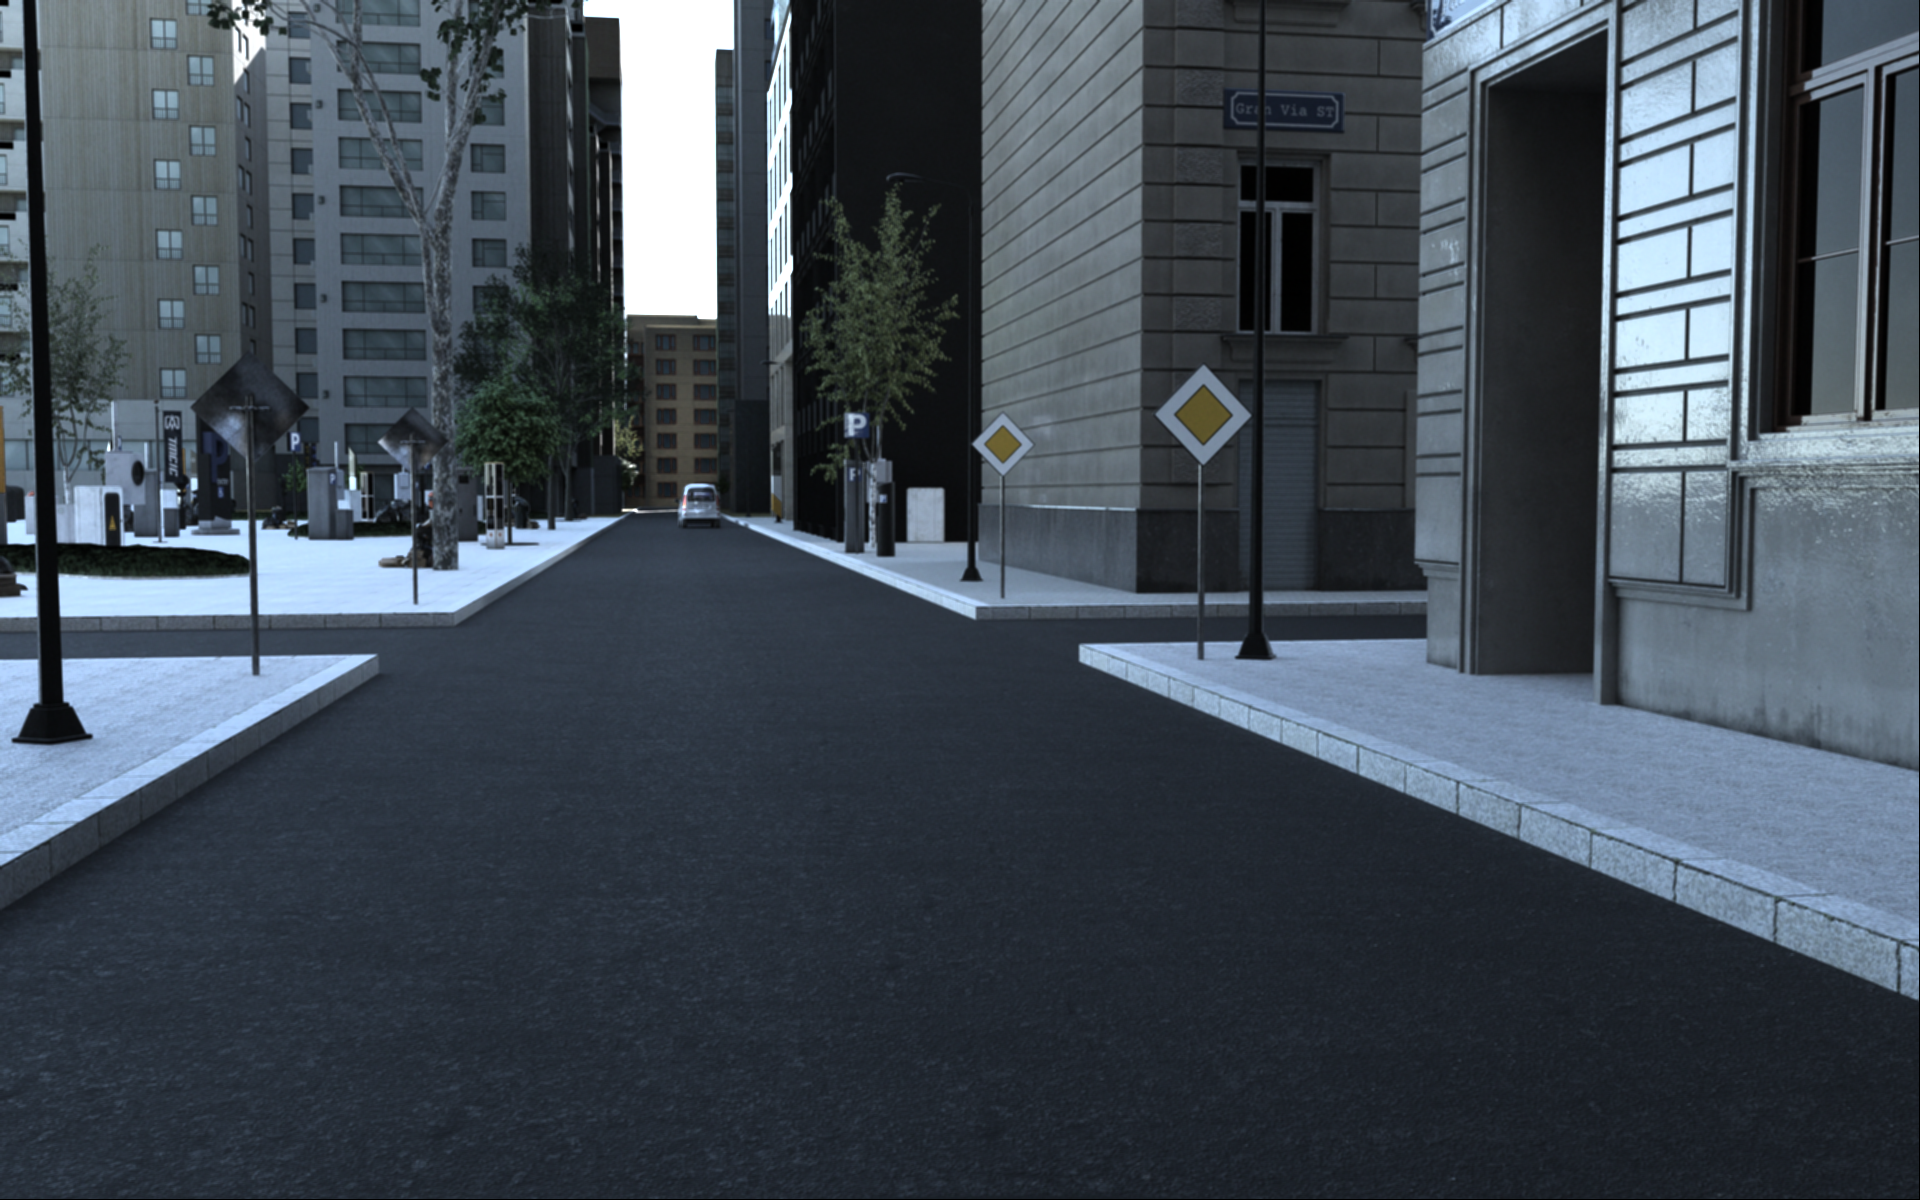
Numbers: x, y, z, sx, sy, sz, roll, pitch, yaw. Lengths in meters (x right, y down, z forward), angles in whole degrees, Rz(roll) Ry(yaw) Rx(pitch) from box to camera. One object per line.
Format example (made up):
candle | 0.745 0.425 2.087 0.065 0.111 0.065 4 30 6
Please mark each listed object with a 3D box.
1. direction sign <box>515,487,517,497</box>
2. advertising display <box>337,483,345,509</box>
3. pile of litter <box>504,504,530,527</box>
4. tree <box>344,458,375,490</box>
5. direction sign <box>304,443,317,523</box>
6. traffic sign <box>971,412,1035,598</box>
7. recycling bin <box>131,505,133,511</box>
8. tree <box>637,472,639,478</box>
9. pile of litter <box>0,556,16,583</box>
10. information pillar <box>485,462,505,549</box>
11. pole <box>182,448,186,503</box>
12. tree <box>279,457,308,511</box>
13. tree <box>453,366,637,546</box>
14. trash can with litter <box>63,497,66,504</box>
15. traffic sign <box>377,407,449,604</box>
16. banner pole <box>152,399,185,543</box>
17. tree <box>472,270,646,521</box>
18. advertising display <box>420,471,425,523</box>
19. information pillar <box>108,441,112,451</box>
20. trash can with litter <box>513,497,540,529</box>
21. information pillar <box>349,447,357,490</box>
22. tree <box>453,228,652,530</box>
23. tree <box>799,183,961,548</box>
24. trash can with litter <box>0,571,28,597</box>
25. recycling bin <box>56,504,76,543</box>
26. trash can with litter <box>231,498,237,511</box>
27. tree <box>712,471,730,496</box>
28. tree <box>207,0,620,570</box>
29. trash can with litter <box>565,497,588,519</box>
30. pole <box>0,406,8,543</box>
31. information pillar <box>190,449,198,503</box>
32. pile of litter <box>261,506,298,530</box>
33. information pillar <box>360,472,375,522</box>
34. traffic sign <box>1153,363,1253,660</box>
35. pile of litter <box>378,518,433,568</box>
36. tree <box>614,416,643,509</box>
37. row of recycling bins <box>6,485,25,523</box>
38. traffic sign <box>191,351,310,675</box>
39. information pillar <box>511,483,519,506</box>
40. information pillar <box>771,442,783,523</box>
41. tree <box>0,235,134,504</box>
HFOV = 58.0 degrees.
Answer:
direction sign | -18.323 -4.862 71.491 0.379 3.537 0.876 1 4 13
advertising display | -32.391 -5.179 89.887 0.974 1.923 0.123 1 4 9
pile of litter | -19.513 -3.665 73.881 1.719 0.858 1.176 1 4 19
tree | -31.807 -5.935 91.644 1.663 3.219 1.824 0 3 0
direction sign | -28.844 -5.195 76.938 0.379 3.537 0.876 1 4 14
traffic sign | 0.519 -1.076 21.228 0.795 2.450 0.064 -1 4 -10
recycling bin | -37.212 -4.053 78.814 0.722 1.027 0.722 3 5 41
tree | -28.617 -9.893 145.471 4.285 4.588 4.351 0 3 0
pile of litter | -13.587 -0.578 23.423 1.176 0.858 1.719 3 4 37
information pillar | -10.831 -2.192 40.332 0.304 2.012 0.304 2 4 27
pole | -34.699 -5.113 77.435 0.158 3.312 0.155 0 3 0
tree | -34.298 -5.797 89.375 1.663 3.219 1.824 0 3 0
tree | -11.306 -3.666 43.653 4.285 4.588 4.351 0 3 0
trash can with litter | -44.752 -4.625 86.678 2.233 1.210 1.678 3 4 36
traffic sign | -6.330 -1.006 20.086 0.795 2.450 0.064 -1 4 -10
banner pole | -20.928 -3.407 45.728 0.863 3.779 0.401 -3 5 -41
tree | -18.574 -9.512 81.271 9.928 11.665 9.643 0 3 0
advertising display | -15.244 -2.686 49.133 0.123 1.923 0.974 -1 4 -17
information pillar | -37.415 -5.196 76.303 0.183 3.616 0.504 -3 4 -37
trash can with litter | -15.909 -3.199 63.698 1.055 1.170 0.624 2 4 25
information pillar | -30.036 -5.770 85.696 0.504 3.616 0.183 3 4 37
tree | -14.853 -7.793 61.836 8.767 10.594 7.601 1 4 16
tree | -2.075 -5.575 41.507 4.737 8.622 4.395 0 3 0
trash can with litter | -12.218 -0.618 21.486 0.624 1.170 1.055 2 4 26
recycling bin | -22.222 -1.858 42.933 0.722 1.027 0.722 3 5 43
trash can with litter | -36.637 -4.650 87.409 0.624 1.170 1.055 3 4 36
tree | -20.153 -9.277 146.288 1.663 3.219 1.824 0 3 0
tree | -10.079 -10.608 29.327 12.611 20.169 13.585 0 3 0
trash can with litter | -19.376 -4.659 87.557 1.055 1.170 0.624 -3 5 -40
pole | -22.292 -2.839 40.254 0.158 3.312 0.155 0 3 0
information pillar | -40.063 -6.082 90.796 0.504 3.616 0.183 0 4 -1
pile of litter | -24.705 -3.008 63.145 1.719 0.858 1.176 -3 5 -39
information pillar | -19.836 -3.272 57.996 0.304 2.012 0.304 2 4 28
traffic sign | 1.861 -0.594 13.356 0.795 2.450 0.064 -1 4 -10
pile of litter | -9.612 -1.009 30.464 1.176 0.858 1.719 -2 4 -27
tree | -29.688 -12.367 152.561 4.360 8.622 3.978 0 3 0
row of recycling bins | -47.472 -4.875 86.822 1.069 1.692 3.534 -2 4 -26
traffic sign | -4.988 -0.524 12.214 0.795 2.450 0.064 -1 4 -10
information pillar | -23.563 -5.334 91.702 0.304 2.012 0.304 1 4 10
information pillar | -8.224 -5.284 77.752 0.504 3.616 0.183 -3 5 -41
tree | -24.573 -5.936 47.409 4.360 8.622 3.978 0 3 0
